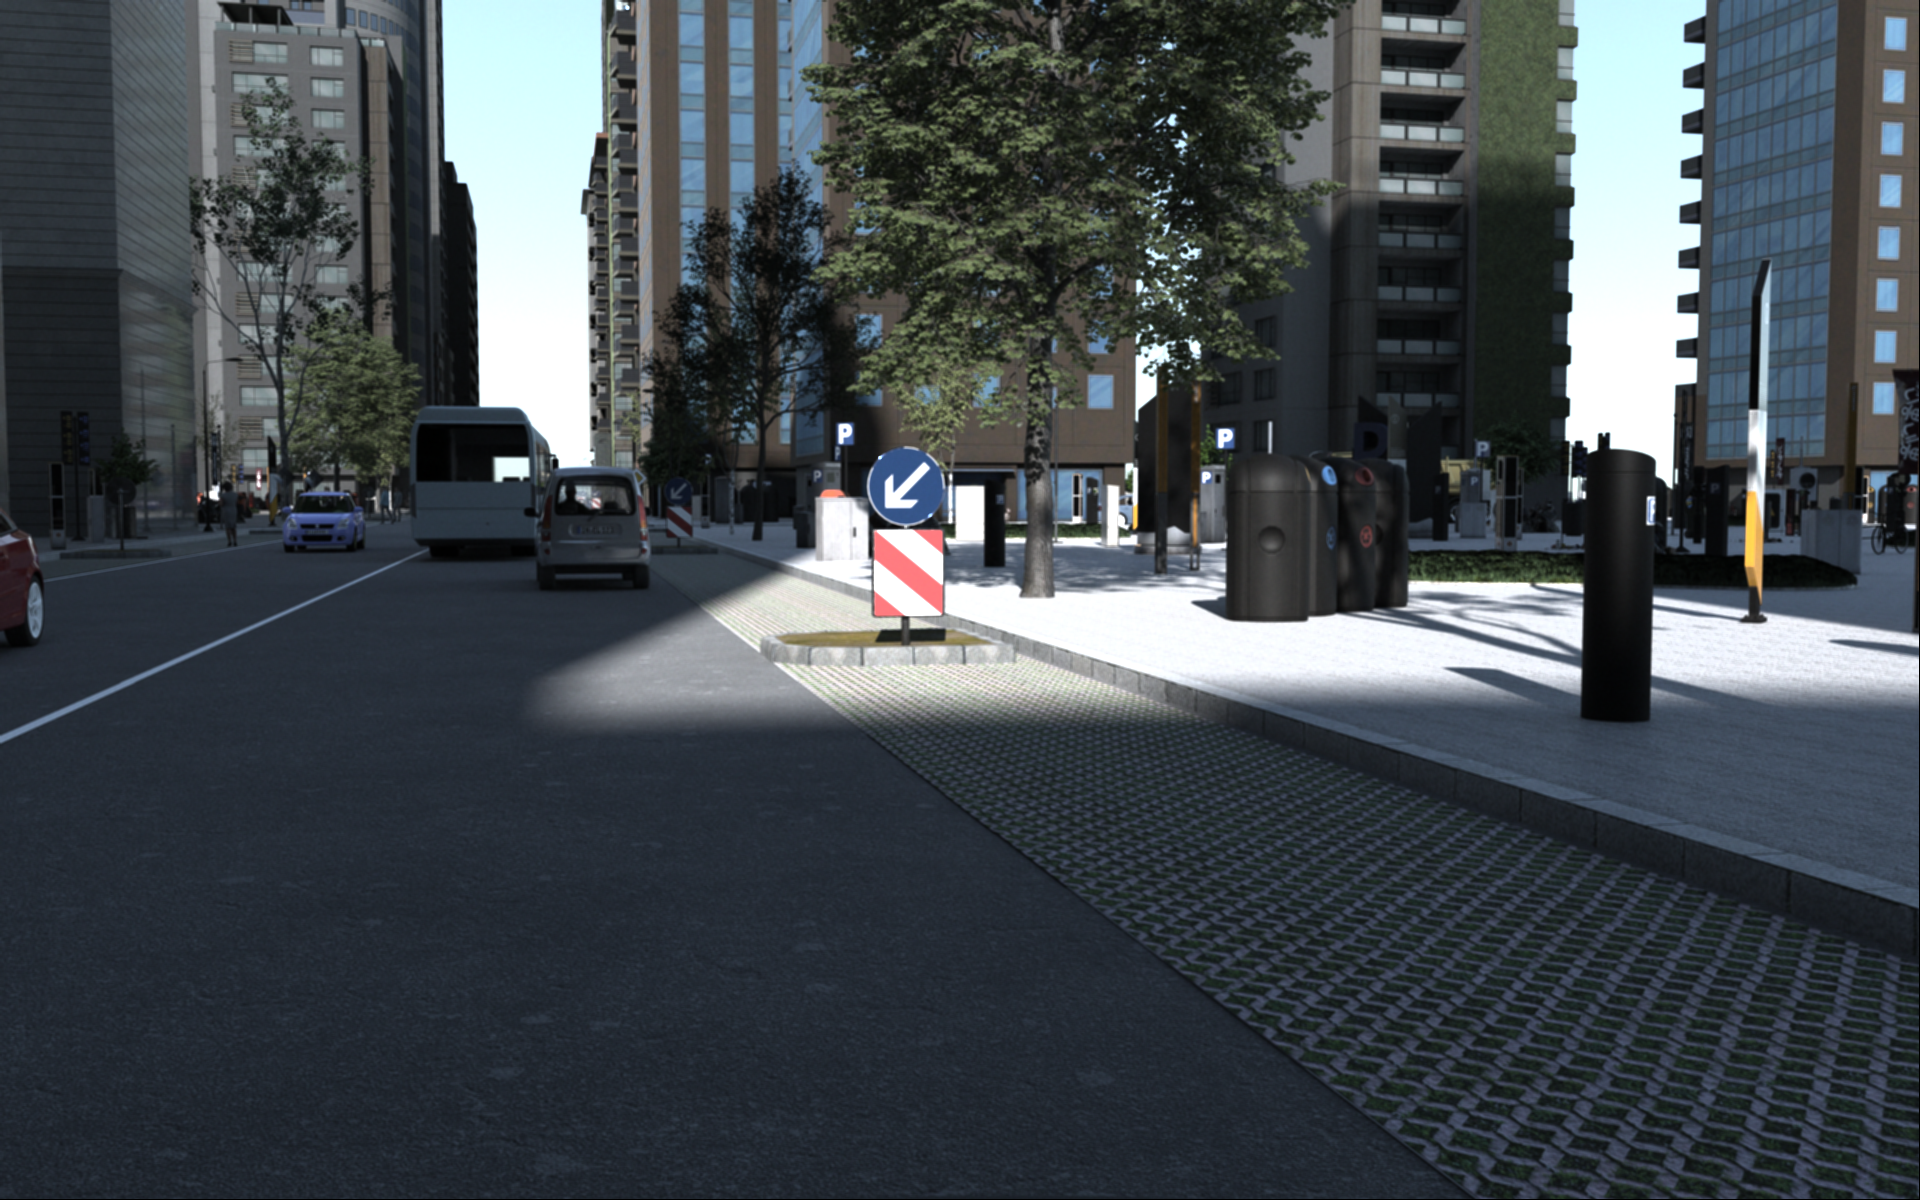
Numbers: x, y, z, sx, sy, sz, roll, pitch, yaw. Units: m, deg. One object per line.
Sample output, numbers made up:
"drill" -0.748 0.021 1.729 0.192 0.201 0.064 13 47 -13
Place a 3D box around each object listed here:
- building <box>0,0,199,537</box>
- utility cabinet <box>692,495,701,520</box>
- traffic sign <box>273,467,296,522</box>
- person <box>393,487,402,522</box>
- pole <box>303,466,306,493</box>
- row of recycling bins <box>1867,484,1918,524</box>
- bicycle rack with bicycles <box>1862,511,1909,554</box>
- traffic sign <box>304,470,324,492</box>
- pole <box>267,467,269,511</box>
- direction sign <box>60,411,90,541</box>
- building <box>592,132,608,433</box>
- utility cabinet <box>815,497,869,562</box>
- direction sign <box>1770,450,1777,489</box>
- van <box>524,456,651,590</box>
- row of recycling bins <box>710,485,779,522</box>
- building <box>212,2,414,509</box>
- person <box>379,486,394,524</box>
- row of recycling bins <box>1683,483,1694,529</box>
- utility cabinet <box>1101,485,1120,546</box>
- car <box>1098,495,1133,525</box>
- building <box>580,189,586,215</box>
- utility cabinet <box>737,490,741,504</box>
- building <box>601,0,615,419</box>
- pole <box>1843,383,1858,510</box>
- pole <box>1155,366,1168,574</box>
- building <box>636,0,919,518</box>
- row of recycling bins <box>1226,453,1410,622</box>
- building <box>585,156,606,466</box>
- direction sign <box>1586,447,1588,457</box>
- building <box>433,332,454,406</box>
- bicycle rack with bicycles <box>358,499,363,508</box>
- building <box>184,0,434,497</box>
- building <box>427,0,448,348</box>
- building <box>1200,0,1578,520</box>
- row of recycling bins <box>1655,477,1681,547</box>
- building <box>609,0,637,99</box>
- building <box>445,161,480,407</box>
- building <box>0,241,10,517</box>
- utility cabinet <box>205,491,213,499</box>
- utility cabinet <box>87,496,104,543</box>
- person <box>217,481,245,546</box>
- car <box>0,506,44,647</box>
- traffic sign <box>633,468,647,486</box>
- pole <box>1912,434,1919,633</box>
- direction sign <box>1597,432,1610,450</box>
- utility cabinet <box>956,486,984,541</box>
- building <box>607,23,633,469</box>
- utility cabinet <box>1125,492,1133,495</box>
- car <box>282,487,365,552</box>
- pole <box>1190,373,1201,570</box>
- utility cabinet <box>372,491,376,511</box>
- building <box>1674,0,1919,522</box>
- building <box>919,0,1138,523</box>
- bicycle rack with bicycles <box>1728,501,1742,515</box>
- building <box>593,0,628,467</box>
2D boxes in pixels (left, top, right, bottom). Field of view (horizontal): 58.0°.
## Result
"building" -40.545 -16.846 52.920 29.804 29.767 11.434 -1 4 -13
"utility cabinet" -12.623 -4.476 84.350 1.020 1.237 0.306 3 5 40
"traffic sign" -24.544 -3.628 62.957 0.795 2.450 0.064 -1 4 -13
"person" -29.399 -5.007 90.470 0.635 1.810 0.391 1 4 21
"pole" -46.663 -7.926 123.432 0.158 3.312 0.155 0 3 0
"row of recycling bins" 40.213 -4.101 74.169 3.534 1.692 1.069 2 4 23
"bicycle rack with bicycles" 20.437 -1.422 36.633 2.852 0.926 2.925 3 5 45
"traffic sign" -26.371 -4.103 70.731 0.795 2.450 0.064 -1 4 -13
"pole" -51.678 -8.301 129.569 0.158 3.312 0.155 0 3 0
"direction sign" -24.245 -3.397 47.530 0.379 3.537 0.876 1 4 22
"building" -32.826 -33.922 209.250 22.147 44.769 28.867 -1 4 -13
"utility cabinet" -2.254 -1.350 33.226 1.020 1.237 0.306 -2 4 -32
"direction sign" 41.663 -5.911 88.636 0.876 3.537 0.379 -3 4 -39
"van" -5.864 -1.249 27.430 2.013 2.044 4.112 -1 4 -14
"row of recycling bins" -10.033 -4.389 78.869 3.534 1.692 1.069 0 4 -6
"building" -54.964 -28.439 148.566 14.154 41.232 14.086 -1 4 -13
"person" -27.461 -4.553 82.799 0.748 1.841 0.638 2 4 30
"row of recycling bins" 27.697 -3.563 65.361 1.069 1.692 3.534 3 4 36
"utility cabinet" 3.684 -2.061 42.381 0.318 1.500 1.173 0 4 -3
"car" 7.812 -3.826 74.552 4.499 1.417 2.014 -1 4 -12
"building" -48.769 -42.969 291.789 28.713 52.752 27.495 -1 4 -13
"utility cabinet" -11.499 -5.073 91.626 1.173 1.500 0.318 0 4 7
"building" -40.944 -49.050 240.211 20.563 71.187 20.611 -1 4 -13
"pole" 16.352 -2.323 31.827 0.158 3.312 0.155 0 3 0
"pole" 3.220 -2.069 27.676 0.158 3.312 0.155 0 3 0
"building" -11.109 -27.460 99.082 14.600 45.320 14.200 -1 4 -13
"row of recycling bins" 3.883 -0.713 18.769 1.069 1.692 3.534 3 4 36
"building" -41.717 -41.346 265.252 28.713 52.752 27.495 -1 4 -13
"direction sign" 29.759 -5.582 83.265 0.876 3.537 0.379 -1 4 -15
"building" -72.380 -21.469 196.055 27.650 21.520 28.899 -1 4 -13
"bicycle rack with bicycles" -46.635 -7.424 134.765 2.925 0.926 2.852 -2 4 -30
"building" -63.139 -38.276 167.813 21.231 58.520 28.212 -1 4 -13
"building" -77.312 -48.532 231.744 20.563 71.187 20.611 -1 4 -13
"building" 21.306 -24.751 88.268 14.086 41.232 14.154 -1 4 -13
"row of recycling bins" 14.391 -1.818 36.833 1.069 1.692 3.534 1 4 14
"building" -14.391 -28.990 128.609 22.147 44.769 28.867 -1 4 -13
"building" -82.219 -38.485 252.924 21.300 48.544 21.600 -1 4 -13
"building" -26.065 -13.062 18.076 19.350 26.468 34.151 -1 4 -13
"utility cabinet" -56.149 -7.432 130.185 1.173 1.500 0.318 1 4 19
"utility cabinet" -22.720 -2.100 45.497 0.306 1.237 1.020 -2 4 -32
"person" -19.878 -2.347 47.230 0.532 1.782 0.716 3 5 43
"car" -9.221 -0.348 14.725 2.155 1.783 4.494 -1 4 -15
"traffic sign" -12.278 -3.802 65.807 0.795 2.450 0.064 -1 4 -13
"pole" 8.926 -1.350 15.918 0.158 3.312 0.155 0 3 0
"direction sign" 23.671 -4.389 63.760 0.379 3.537 0.876 0 4 -7
"utility cabinet" 0.485 -2.345 47.028 1.173 1.500 0.318 1 4 8
"building" -24.412 -28.897 156.053 14.154 41.232 14.086 -1 4 -13
"utility cabinet" 12.788 -7.345 128.763 1.173 1.500 0.318 2 4 26
"car" -16.105 -2.100 43.919 1.945 1.707 3.694 -1 4 -14
"pole" 3.956 -2.154 29.065 0.158 3.312 0.155 0 3 0
"utility cabinet" -44.578 -7.519 131.612 1.173 1.500 0.318 2 4 23
"building" 48.828 -27.002 91.596 14.200 45.320 14.600 -1 4 -13
"building" -0.394 -26.519 83.702 14.200 45.320 14.600 -1 4 -13
"bicycle rack with bicycles" 39.777 -4.497 86.910 2.852 0.926 2.925 -1 4 -17
"building" -26.481 -52.954 178.470 22.319 86.520 31.000 -1 4 -13
